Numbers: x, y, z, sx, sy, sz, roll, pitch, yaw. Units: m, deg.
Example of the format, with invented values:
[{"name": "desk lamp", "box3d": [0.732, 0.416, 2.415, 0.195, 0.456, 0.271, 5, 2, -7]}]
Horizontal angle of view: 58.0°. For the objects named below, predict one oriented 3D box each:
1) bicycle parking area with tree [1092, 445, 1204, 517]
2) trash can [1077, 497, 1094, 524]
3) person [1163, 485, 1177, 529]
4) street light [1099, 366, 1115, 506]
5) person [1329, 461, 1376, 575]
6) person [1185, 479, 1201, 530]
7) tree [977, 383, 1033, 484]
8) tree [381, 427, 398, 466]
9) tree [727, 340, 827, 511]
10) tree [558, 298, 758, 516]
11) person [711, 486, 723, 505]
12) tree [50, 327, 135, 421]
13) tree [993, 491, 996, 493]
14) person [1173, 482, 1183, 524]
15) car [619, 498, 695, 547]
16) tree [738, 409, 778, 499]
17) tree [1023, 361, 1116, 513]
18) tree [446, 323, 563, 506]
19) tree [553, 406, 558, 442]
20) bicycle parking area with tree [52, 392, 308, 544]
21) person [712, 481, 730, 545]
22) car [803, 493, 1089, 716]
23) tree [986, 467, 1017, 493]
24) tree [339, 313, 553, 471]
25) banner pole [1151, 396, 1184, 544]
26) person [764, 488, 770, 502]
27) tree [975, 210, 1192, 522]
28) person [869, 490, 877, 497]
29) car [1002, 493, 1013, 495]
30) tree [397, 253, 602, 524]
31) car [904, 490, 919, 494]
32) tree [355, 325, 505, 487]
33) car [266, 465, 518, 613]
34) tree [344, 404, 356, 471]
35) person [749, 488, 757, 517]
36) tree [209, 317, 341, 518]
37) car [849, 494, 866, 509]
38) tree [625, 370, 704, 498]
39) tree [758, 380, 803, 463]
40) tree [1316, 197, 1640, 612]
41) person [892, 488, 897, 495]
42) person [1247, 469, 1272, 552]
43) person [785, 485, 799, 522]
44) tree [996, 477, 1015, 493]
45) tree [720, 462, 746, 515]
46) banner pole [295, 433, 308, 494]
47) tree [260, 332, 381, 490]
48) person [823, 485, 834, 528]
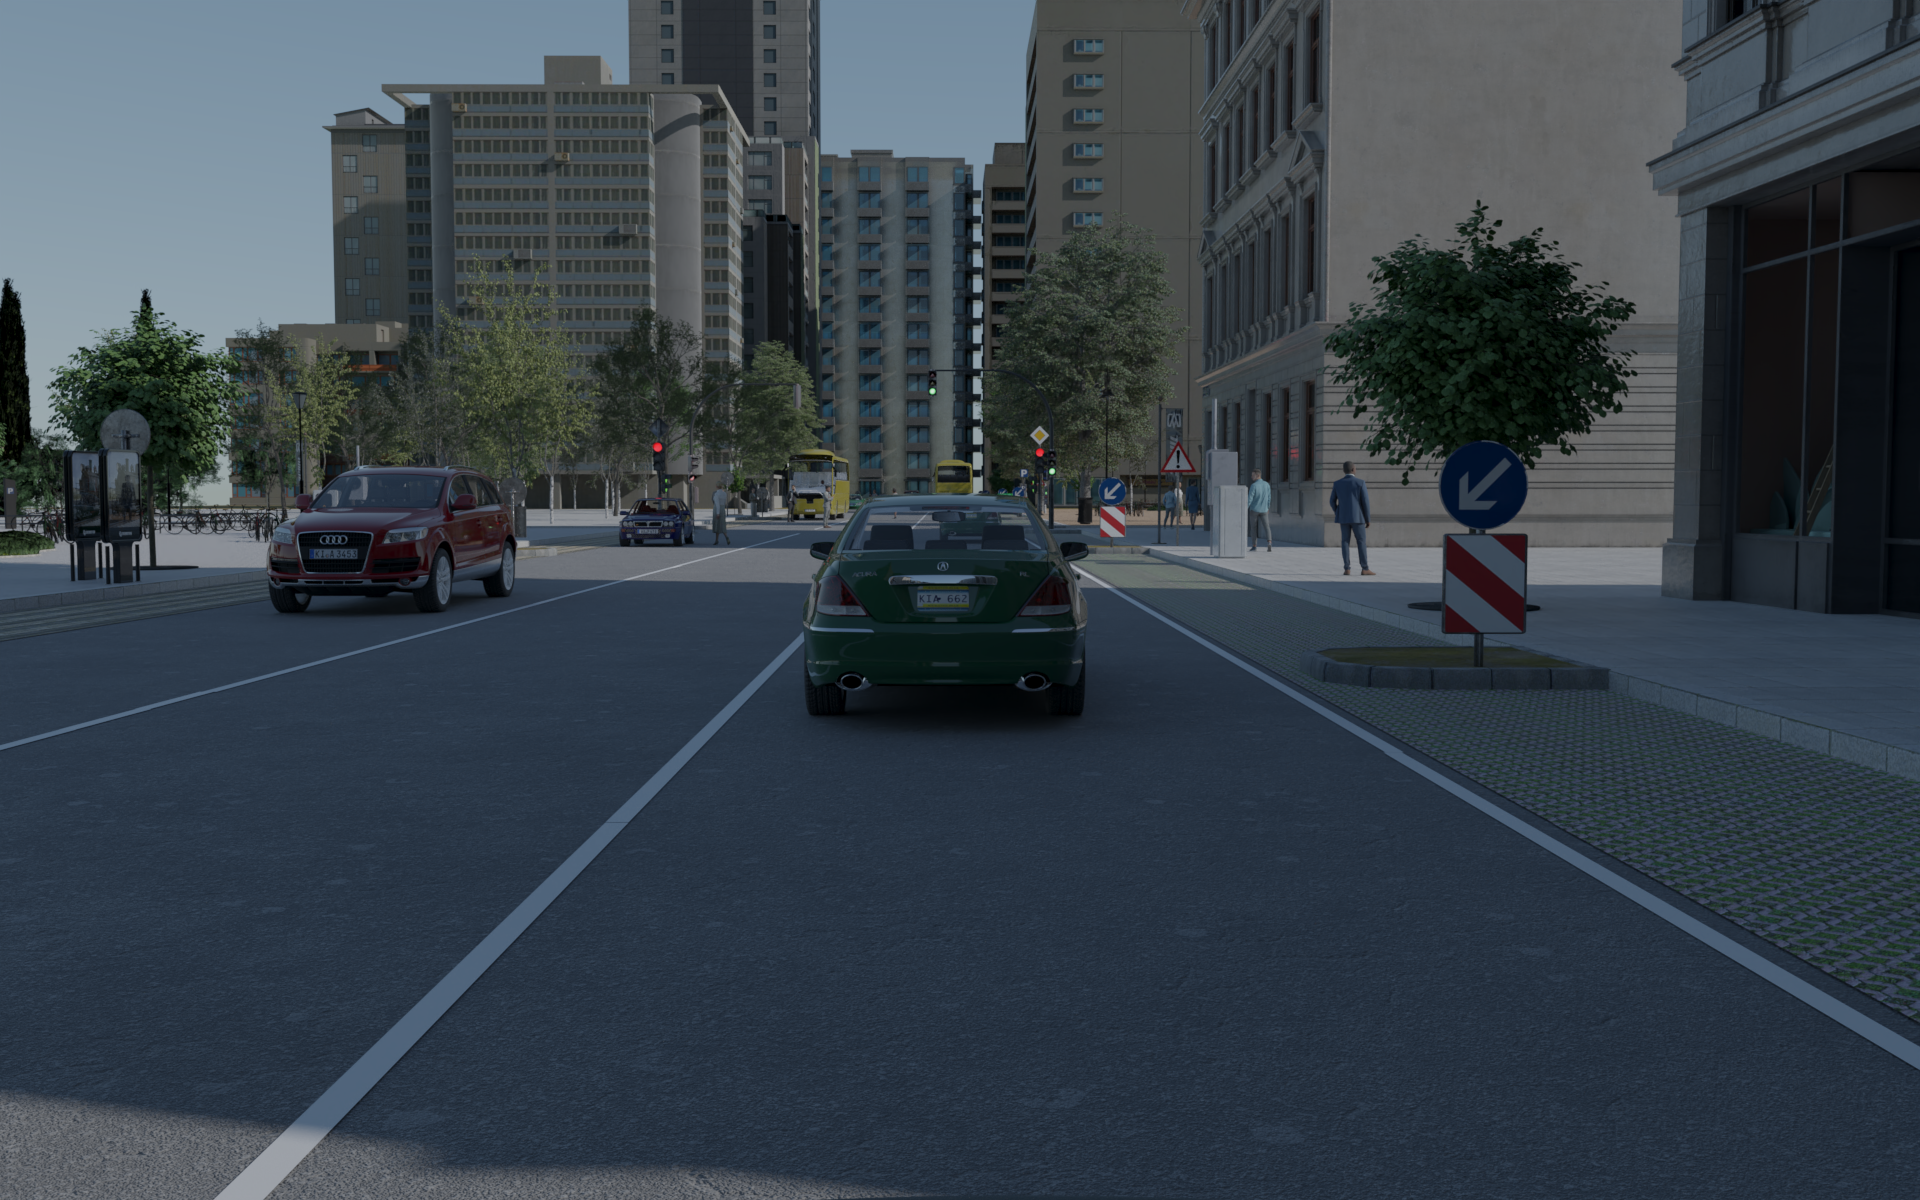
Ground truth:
[{"name": "bicycle parking area with tree", "box3d": [11.552, -7.002, 101.477, 8.231, 4.147, 9.016, 1, 4, 12]}, {"name": "trash can", "box3d": [5.336, -3.800, 73.781, 0.748, 1.137, 0.748, 0, 3, 0]}, {"name": "person", "box3d": [7.665, -3.378, 63.089, 0.589, 1.601, 0.330, 2, 4, 34]}, {"name": "street light", "box3d": [5.316, -5.502, 62.750, 0.468, 5.910, 1.993, 0, 4, 0]}, {"name": "person", "box3d": [6.194, -1.290, 27.317, 0.721, 1.800, 0.419, 1, 4, 19]}, {"name": "person", "box3d": [8.334, -3.428, 62.109, 0.581, 1.822, 0.654, 2, 4, 23]}, {"name": "tree", "box3d": [5.320, -13.631, 148.616, 9.928, 11.665, 9.643, 0, 3, 0]}, {"name": "tree", "box3d": [-39.832, -10.585, 123.424, 4.737, 8.622, 4.395, 0, 3, 0]}, {"name": "tree", "box3d": [-13.566, -12.845, 128.147, 7.486, 12.596, 7.792, 0, 3, 0]}, {"name": "tree", "box3d": [-14.239, -9.085, 82.950, 7.601, 10.594, 8.767, 0, 4, 1]}, {"name": "person", "box3d": [-10.556, -4.102, 75.742, 0.473, 1.802, 0.592, -3, 4, -37]}, {"name": "tree", "box3d": [-36.422, -7.594, 74.532, 4.737, 8.622, 4.395, 0, 3, 0]}, {"name": "tree", "box3d": [4.672, -13.246, 211.165, 1.663, 3.219, 1.824, 0, 3, 0]}, {"name": "person", "box3d": [9.296, -4.153, 74.163, 0.478, 1.798, 0.641, -3, 4, -37]}, {"name": "car", "box3d": [-8.471, -2.199, 48.530, 1.945, 1.354, 3.894, 0, 4, -2]}, {"name": "tree", "box3d": [-16.688, -11.793, 143.177, 4.360, 8.622, 3.978, 0, 3, 0]}, {"name": "tree", "box3d": [6.431, -8.523, 89.707, 4.737, 8.622, 4.395, 0, 3, 0]}, {"name": "tree", "box3d": [-29.982, -12.051, 115.166, 7.486, 12.596, 7.792, 0, 3, 0]}, {"name": "tree", "box3d": [-19.748, -10.075, 99.134, 8.767, 10.594, 7.601, -1, 4, -21]}, {"name": "bicycle parking area with tree", "box3d": [-20.961, -3.712, 47.695, 8.231, 4.147, 9.016, 0, 4, -7]}, {"name": "person", "box3d": [-6.691, -2.437, 48.569, 0.641, 1.798, 0.478, 3, 5, 45]}, {"name": "car", "box3d": [-0.086, -0.052, 12.641, 2.131, 1.459, 4.920, 0, 4, 0]}, {"name": "tree", "box3d": [4.592, -12.822, 193.349, 4.285, 4.588, 4.351, 0, 3, 0]}, {"name": "tree", "box3d": [-26.028, -9.429, 88.574, 8.767, 10.594, 7.601, 0, 4, -5]}, {"name": "banner pole", "box3d": [5.341, -3.330, 44.456, 0.863, 3.779, 0.401, -1, 4, -14]}, {"name": "person", "box3d": [-15.247, -7.989, 136.840, 0.709, 1.800, 0.728, 0, 4, -1]}, {"name": "tree", "box3d": [5.664, -10.549, 79.129, 9.857, 13.997, 8.962, 0, 3, 0]}, {"name": "person", "box3d": [-6.868, -7.796, 136.319, 0.716, 1.782, 0.532, 3, 5, 40]}, {"name": "car", "box3d": [2.830, -5.840, 104.281, 1.959, 1.807, 4.718, 0, 4, 1]}, {"name": "tree", "box3d": [-13.658, -6.234, 52.289, 4.737, 8.622, 4.395, 0, 3, 0]}, {"name": "car", "box3d": [-4.879, -10.218, 175.733, 2.281, 1.827, 5.304, 0, 4, 0]}, {"name": "tree", "box3d": [-22.873, -7.610, 74.790, 4.360, 8.622, 3.978, 0, 3, 0]}, {"name": "car", "box3d": [-7.276, -0.854, 22.628, 2.281, 1.827, 5.304, 0, 4, -1]}, {"name": "tree", "box3d": [-38.637, -9.933, 112.765, 4.360, 8.622, 3.978, 0, 3, 0]}, {"name": "person", "box3d": [-11.759, -5.488, 98.778, 0.362, 1.759, 0.519, 2, 4, 35]}, {"name": "tree", "box3d": [-35.928, -9.602, 91.402, 7.601, 10.594, 8.767, 2, 4, 34]}, {"name": "car", "box3d": [-8.726, -7.920, 141.285, 2.131, 1.459, 4.920, 0, 4, 0]}, {"name": "tree", "box3d": [-24.303, -13.104, 139.997, 9.928, 11.665, 9.643, 0, 3, 0]}, {"name": "tree", "box3d": [-14.321, -10.858, 111.941, 8.767, 10.594, 7.601, -1, 4, -22]}, {"name": "tree", "box3d": [5.758, -2.184, 19.421, 4.285, 4.588, 4.351, 0, 3, 0]}, {"name": "person", "box3d": [-3.830, -5.590, 100.249, 0.532, 1.782, 0.716, 1, 4, 23]}, {"name": "person", "box3d": [6.671, -2.001, 38.630, 0.638, 1.841, 0.748, -1, 4, -12]}, {"name": "person", "box3d": [-8.573, -4.937, 88.586, 0.648, 1.900, 0.474, -2, 4, -34]}, {"name": "tree", "box3d": [4.676, -10.962, 173.830, 1.663, 3.219, 1.824, 0, 3, 0]}, {"name": "tree", "box3d": [-13.852, -6.776, 105.381, 1.663, 3.219, 1.824, 0, 3, 0]}, {"name": "banner pole", "box3d": [-26.806, -4.930, 70.622, 0.863, 3.779, 0.401, 2, 4, 33]}, {"name": "tree", "box3d": [-28.982, -7.784, 77.629, 4.737, 8.622, 4.395, 0, 3, 0]}, {"name": "person", "box3d": [-5.566, -3.953, 73.317, 0.466, 1.800, 0.511, 0, 4, 5]}]
